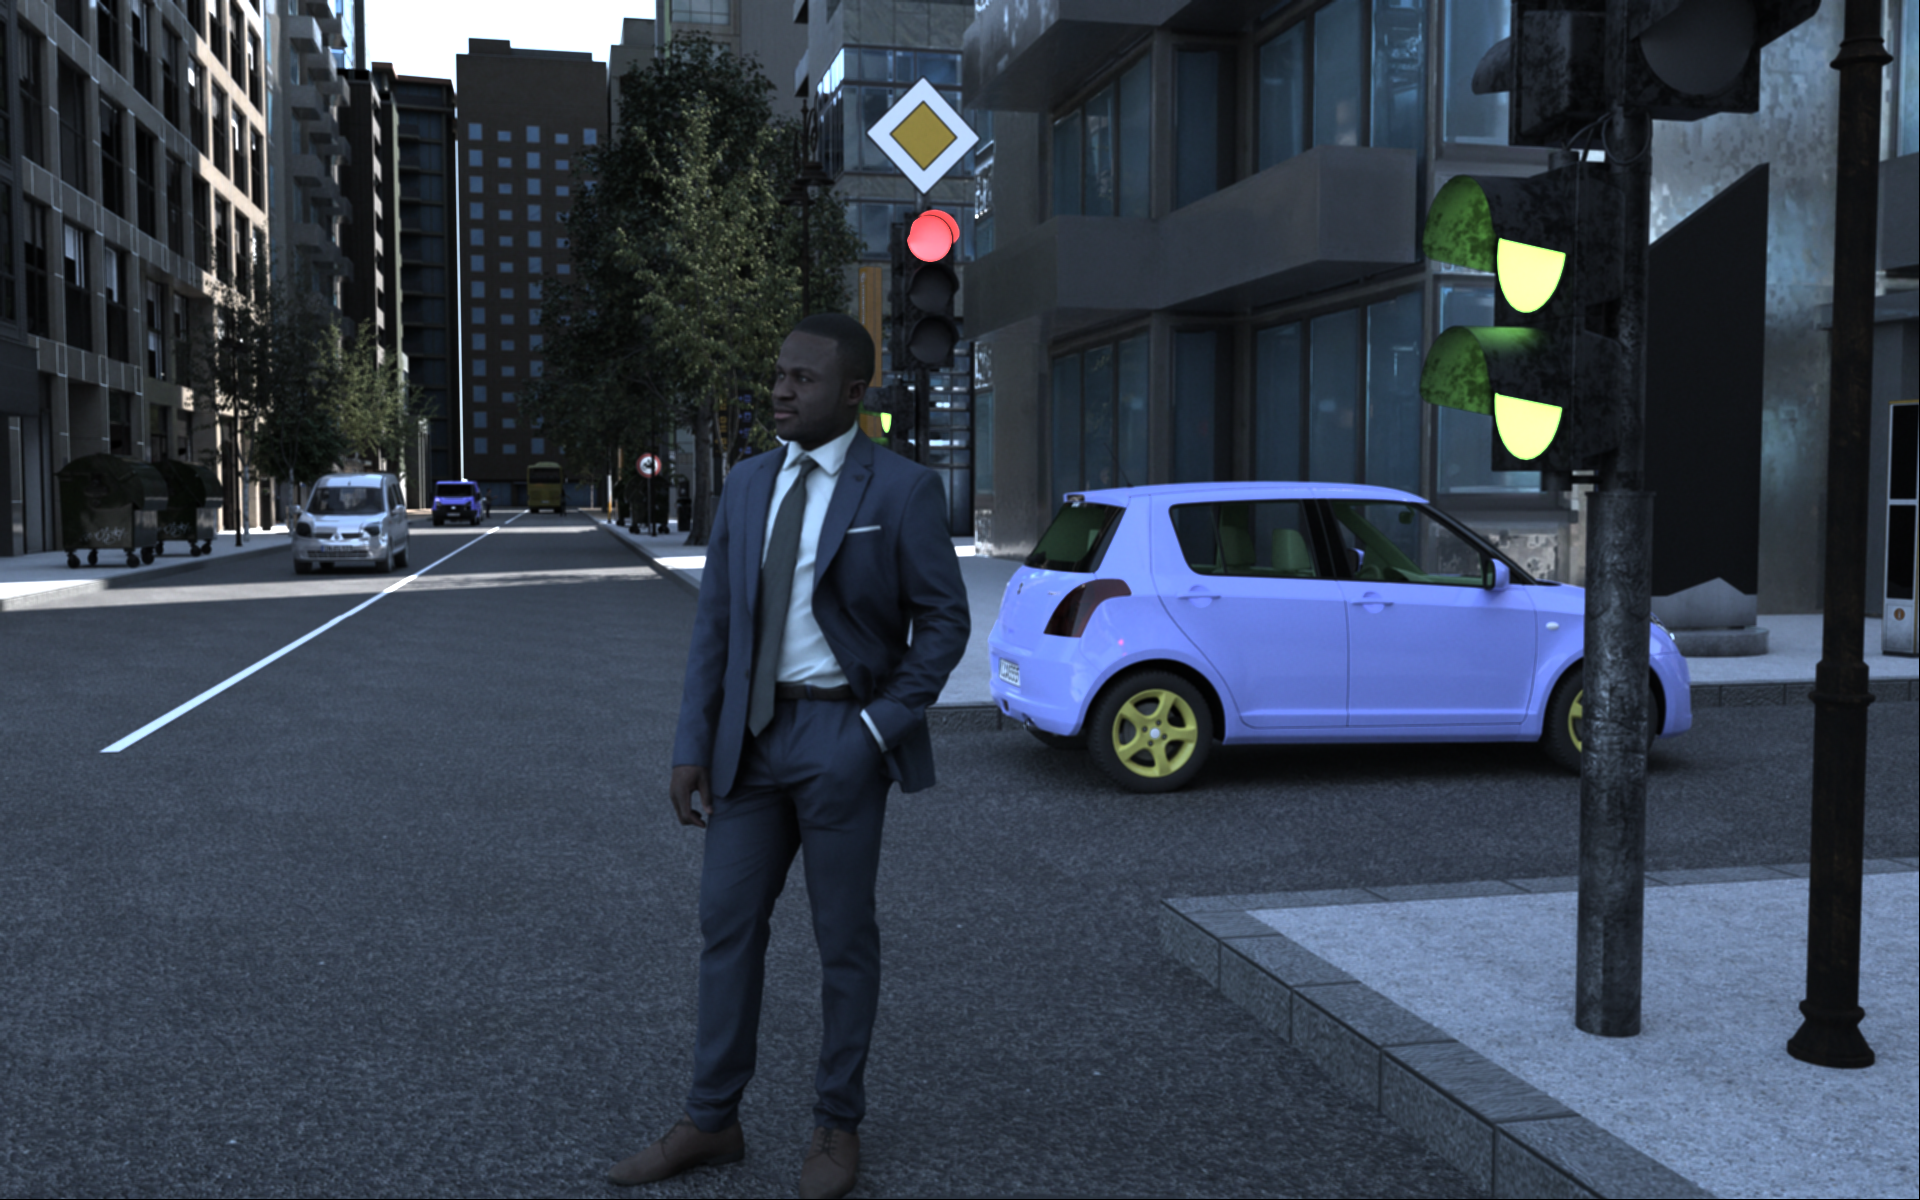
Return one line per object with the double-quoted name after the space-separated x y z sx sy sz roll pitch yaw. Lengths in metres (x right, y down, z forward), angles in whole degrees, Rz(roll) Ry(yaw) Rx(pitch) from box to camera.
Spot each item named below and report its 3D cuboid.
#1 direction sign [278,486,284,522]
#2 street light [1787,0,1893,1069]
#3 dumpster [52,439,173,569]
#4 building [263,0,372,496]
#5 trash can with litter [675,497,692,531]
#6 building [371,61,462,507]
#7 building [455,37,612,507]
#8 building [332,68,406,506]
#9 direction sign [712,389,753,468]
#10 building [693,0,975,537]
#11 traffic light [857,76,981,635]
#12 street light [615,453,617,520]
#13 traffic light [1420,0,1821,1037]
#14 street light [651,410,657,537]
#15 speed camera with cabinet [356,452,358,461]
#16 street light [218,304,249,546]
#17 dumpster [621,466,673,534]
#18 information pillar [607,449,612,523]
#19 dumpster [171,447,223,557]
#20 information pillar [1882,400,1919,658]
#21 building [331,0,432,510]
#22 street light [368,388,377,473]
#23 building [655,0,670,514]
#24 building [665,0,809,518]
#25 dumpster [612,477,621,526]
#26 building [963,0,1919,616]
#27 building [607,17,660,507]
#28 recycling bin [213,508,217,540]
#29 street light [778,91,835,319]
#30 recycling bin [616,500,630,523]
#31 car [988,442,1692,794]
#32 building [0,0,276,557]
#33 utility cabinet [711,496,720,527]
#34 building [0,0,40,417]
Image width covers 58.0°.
-30.815 -5.281 78.347 0.379 3.537 0.876 0 4 -6 "direction sign"
1.986 -1.895 3.774 0.468 5.910 1.993 -1 4 -13 "street light"
-15.016 -1.721 30.635 1.502 2.255 1.985 -1 4 -13 "dumpster"
-45.535 -28.979 93.411 23.786 49.044 30.456 -1 4 -13 "building"
-9.569 -2.948 59.588 0.624 1.170 1.055 -1 4 -17 "trash can with litter"
-65.311 -31.793 174.444 28.867 44.769 22.147 -1 4 -13 "building"
-42.811 -32.092 174.821 14.200 45.320 14.600 -1 4 -13 "building"
-45.659 -21.125 117.102 14.160 30.474 14.107 -1 4 -13 "building"
-4.914 -2.780 37.457 0.876 3.537 0.379 -1 4 -21 "direction sign"
2.049 -46.021 65.118 22.319 86.520 31.000 -1 4 -13 "building"
-0.277 -1.400 11.819 0.839 4.253 0.868 -1 4 -13 "traffic light"
-16.807 -6.835 84.542 0.468 5.910 1.993 -1 4 -13 "street light"
1.537 -0.925 4.042 0.839 4.253 0.868 -1 4 -13 "traffic light"
-9.251 -4.858 52.211 0.468 5.910 1.993 -1 4 -13 "street light"
-26.636 -4.908 74.575 2.038 3.252 0.660 1 4 17 "speed camera with cabinet"
-17.718 -4.256 42.366 0.468 5.910 1.993 -1 4 -13 "street light"
-10.087 -3.276 56.057 1.502 2.255 1.985 -1 4 -13 "dumpster"
-15.534 -5.219 76.693 0.183 3.616 0.504 0 4 -5 "information pillar"
-16.260 -2.045 35.928 1.502 2.255 1.985 -1 4 -13 "dumpster"
7.526 -0.560 13.648 0.304 2.012 0.304 -2 4 -24 "information pillar"
-59.575 -50.423 137.080 31.000 86.520 22.319 -1 4 -13 "building"
-25.379 -6.251 74.997 0.468 5.910 1.993 -1 4 -13 "street light"
-10.619 -35.412 120.983 21.231 58.520 28.212 -1 4 -13 "building"
-9.933 -25.453 99.747 14.154 41.232 14.086 -1 4 -13 "building"
-13.131 -4.085 69.276 1.502 2.255 1.985 -1 4 -13 "dumpster"
14.952 -24.985 28.120 30.456 49.044 23.786 -1 4 -13 "building"
-26.207 -34.176 182.482 21.600 48.544 21.300 -1 4 -13 "building"
-21.304 -2.200 48.524 0.722 1.027 0.722 0 4 -5 "recycling bin"
-1.813 -2.914 20.432 0.468 5.910 1.993 -1 4 -13 "street light"
-14.880 -3.943 77.020 0.722 1.027 0.722 0 4 1 "recycling bin"
2.020 0.019 9.274 3.694 1.707 1.945 -1 4 -12 "car"
-32.525 -14.947 48.899 19.350 26.468 34.151 -1 4 -13 "building"
-8.055 -2.764 56.347 0.306 1.237 1.020 0 4 6 "utility cabinet"
-22.474 -13.914 20.997 14.314 27.812 24.014 -1 4 -13 "building"
